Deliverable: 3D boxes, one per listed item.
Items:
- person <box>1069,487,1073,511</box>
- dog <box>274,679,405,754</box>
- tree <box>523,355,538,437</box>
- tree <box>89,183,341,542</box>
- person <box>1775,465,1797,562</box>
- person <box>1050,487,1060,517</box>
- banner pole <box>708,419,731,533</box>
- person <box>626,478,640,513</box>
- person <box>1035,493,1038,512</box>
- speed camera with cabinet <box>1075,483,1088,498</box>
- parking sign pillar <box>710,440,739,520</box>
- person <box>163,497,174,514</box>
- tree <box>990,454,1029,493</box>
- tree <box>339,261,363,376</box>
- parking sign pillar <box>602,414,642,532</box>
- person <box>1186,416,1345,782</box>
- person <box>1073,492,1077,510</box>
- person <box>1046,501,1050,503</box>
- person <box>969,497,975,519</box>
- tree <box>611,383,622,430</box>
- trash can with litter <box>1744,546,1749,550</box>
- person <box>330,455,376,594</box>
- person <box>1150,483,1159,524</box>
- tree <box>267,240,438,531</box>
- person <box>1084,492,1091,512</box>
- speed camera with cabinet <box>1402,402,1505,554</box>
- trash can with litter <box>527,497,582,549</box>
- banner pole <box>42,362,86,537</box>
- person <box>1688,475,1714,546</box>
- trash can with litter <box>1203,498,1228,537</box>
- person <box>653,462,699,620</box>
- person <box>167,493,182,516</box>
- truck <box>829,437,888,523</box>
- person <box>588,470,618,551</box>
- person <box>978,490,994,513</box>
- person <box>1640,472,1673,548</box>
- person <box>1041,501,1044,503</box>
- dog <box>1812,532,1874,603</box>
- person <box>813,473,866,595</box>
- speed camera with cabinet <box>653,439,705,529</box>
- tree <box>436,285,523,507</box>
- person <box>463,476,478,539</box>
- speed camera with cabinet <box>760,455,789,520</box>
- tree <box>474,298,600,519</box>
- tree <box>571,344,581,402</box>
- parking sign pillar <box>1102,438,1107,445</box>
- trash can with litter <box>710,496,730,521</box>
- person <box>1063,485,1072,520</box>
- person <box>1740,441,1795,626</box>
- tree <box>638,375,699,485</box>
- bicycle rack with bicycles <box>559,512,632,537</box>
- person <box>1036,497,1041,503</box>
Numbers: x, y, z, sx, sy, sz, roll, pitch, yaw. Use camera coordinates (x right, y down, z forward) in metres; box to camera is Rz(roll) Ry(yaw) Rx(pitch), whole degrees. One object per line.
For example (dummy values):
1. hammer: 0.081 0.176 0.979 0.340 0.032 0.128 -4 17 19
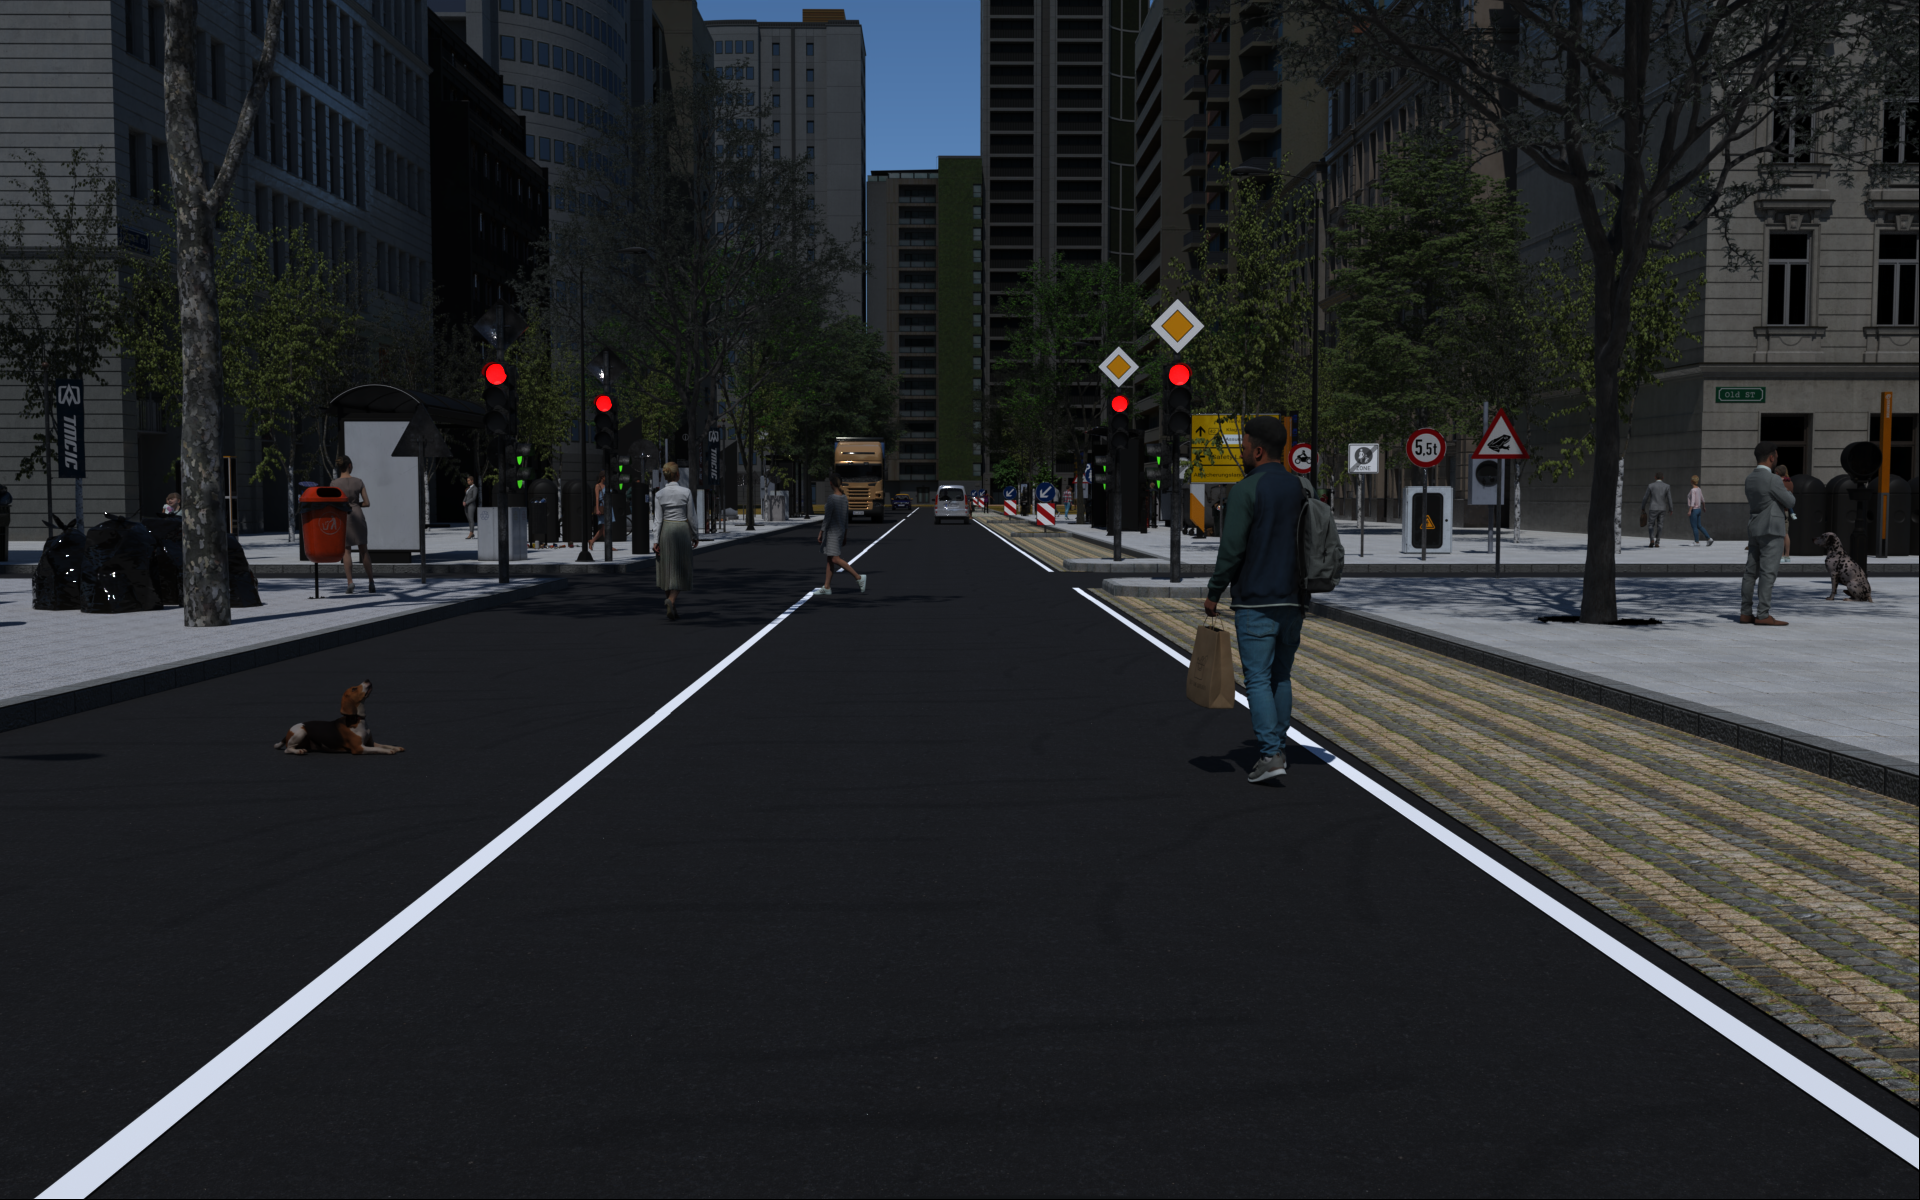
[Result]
1. person: 8.612 -7.831 134.166 0.705 1.812 1.348 0 4 7
2. dog: -3.484 0.644 9.671 0.550 0.427 0.748 -3 5 -40
3. tree: -19.469 -7.376 70.956 4.360 8.622 3.978 0 3 0
4. tree: -17.580 -5.485 40.039 4.737 8.622 4.395 0 3 0
5. person: 15.456 -1.627 32.612 0.573 1.828 0.580 1 4 13
6. person: 5.370 -5.560 96.800 0.795 1.843 0.661 3 5 44
7. banner pole: -8.013 -4.121 57.391 0.863 3.779 0.401 -3 5 -41
8. person: -10.666 -3.131 57.222 0.794 1.824 0.713 -2 4 -33
9. person: 5.639 -7.270 125.354 0.568 1.767 0.683 -2 4 -33
10. speed camera with cabinet: 7.441 -6.255 96.608 2.038 3.252 0.660 0 4 -6
11. parking sign pillar: -11.819 -6.008 86.695 1.447 3.967 1.447 -1 4 -19
12. person: -20.910 -2.129 45.871 0.505 1.210 0.382 -3 5 -44
13. tree: 3.950 -9.556 139.946 4.285 4.588 4.351 0 3 0
14. tree: -18.177 -5.862 46.202 4.737 8.622 4.395 0 3 0
15. parking sign pillar: -11.429 -4.291 58.633 1.447 3.967 1.447 -1 4 -17
16. person: 1.500 -0.013 8.700 0.794 1.824 0.713 0 4 -8
17. person: 9.362 -8.191 139.960 1.348 1.824 0.705 3 5 43
18. person: 7.840 -9.082 154.534 1.348 1.824 0.705 -2 4 -34
19. person: 0.680 -5.255 99.082 0.373 1.253 0.362 2 4 34
20. tree: -18.835 -7.941 80.193 4.737 8.622 4.395 0 3 0
21. trash can with litter: 17.681 -1.604 37.610 1.055 1.170 0.624 0 4 -2
22. person: -7.835 -0.974 22.307 0.599 1.781 0.374 -2 4 -31
23. person: 8.360 -4.181 74.822 0.576 1.772 0.534 -2 4 -35
24. tree: -18.404 -6.159 51.069 4.360 8.622 3.978 0 3 0
25. person: 8.879 -7.008 121.445 1.217 1.723 0.721 0 4 -2
26. speed camera with cabinet: 10.561 -2.615 37.086 2.038 3.252 0.660 0 4 7
27. trash can with litter: -9.698 -1.849 41.297 1.678 1.210 2.233 2 4 30
28. banner pole: -17.137 -2.632 33.057 0.863 3.779 0.401 -2 4 -31
29. person: 18.150 -2.182 42.395 0.598 1.740 0.731 2 4 32
30. trash can with litter: 7.652 -2.479 51.926 0.624 1.170 1.055 -2 4 -33
31. person: -3.261 -0.671 19.701 0.478 1.798 0.641 1 4 11
32. person: -11.004 -0.862 24.409 0.425 1.301 0.394 0 4 4
33. truck: -5.048 -6.049 87.811 2.839 4.237 11.283 0 4 -2
34. person: -8.068 -2.007 38.959 0.778 1.811 0.616 1 4 21
35. person: 1.951 -7.272 128.085 1.217 1.739 0.721 1 4 12
36. person: 16.734 -2.168 41.614 0.709 1.813 0.853 1 4 13
37. person: 6.529 -7.853 135.162 0.721 1.736 1.217 -2 4 -24
38. dog: 10.682 -0.388 20.728 0.513 0.831 0.800 -1 4 -15
39. person: -1.715 -0.939 24.609 0.760 1.731 0.466 0 4 -4
40. speed camera with cabinet: -10.080 -4.175 62.592 2.038 3.252 0.660 -3 5 -39
41. tree: -18.086 -6.653 59.136 4.360 8.622 3.978 0 3 0
42. person: -14.028 -2.634 49.387 0.520 1.790 0.573 2 4 31
43. speed camera with cabinet: -9.278 -5.646 86.652 0.660 3.252 2.038 -2 4 -34
44. tree: -16.639 -7.064 65.858 4.737 8.622 4.395 0 3 0
45. tree: -17.313 -10.247 93.301 9.928 11.665 9.643 0 3 0
46. parking sign pillar: 7.357 -5.731 82.168 1.447 3.967 1.447 0 4 7
47. trash can with litter: -11.468 -4.359 82.319 1.678 1.210 2.233 -1 4 -23
48. person: 5.357 -4.877 86.616 0.643 1.720 0.563 -3 4 -38
49. person: 7.959 -0.659 17.006 0.466 1.800 0.511 -1 4 -21
50. tree: -17.393 -9.234 101.335 4.360 8.622 3.978 0 3 0
51. bicycle rack with bicycles: -10.976 -2.292 50.859 2.925 0.926 2.852 -1 4 -16
52. person: 5.359 -6.816 118.303 0.721 1.723 1.217 -1 4 -9
